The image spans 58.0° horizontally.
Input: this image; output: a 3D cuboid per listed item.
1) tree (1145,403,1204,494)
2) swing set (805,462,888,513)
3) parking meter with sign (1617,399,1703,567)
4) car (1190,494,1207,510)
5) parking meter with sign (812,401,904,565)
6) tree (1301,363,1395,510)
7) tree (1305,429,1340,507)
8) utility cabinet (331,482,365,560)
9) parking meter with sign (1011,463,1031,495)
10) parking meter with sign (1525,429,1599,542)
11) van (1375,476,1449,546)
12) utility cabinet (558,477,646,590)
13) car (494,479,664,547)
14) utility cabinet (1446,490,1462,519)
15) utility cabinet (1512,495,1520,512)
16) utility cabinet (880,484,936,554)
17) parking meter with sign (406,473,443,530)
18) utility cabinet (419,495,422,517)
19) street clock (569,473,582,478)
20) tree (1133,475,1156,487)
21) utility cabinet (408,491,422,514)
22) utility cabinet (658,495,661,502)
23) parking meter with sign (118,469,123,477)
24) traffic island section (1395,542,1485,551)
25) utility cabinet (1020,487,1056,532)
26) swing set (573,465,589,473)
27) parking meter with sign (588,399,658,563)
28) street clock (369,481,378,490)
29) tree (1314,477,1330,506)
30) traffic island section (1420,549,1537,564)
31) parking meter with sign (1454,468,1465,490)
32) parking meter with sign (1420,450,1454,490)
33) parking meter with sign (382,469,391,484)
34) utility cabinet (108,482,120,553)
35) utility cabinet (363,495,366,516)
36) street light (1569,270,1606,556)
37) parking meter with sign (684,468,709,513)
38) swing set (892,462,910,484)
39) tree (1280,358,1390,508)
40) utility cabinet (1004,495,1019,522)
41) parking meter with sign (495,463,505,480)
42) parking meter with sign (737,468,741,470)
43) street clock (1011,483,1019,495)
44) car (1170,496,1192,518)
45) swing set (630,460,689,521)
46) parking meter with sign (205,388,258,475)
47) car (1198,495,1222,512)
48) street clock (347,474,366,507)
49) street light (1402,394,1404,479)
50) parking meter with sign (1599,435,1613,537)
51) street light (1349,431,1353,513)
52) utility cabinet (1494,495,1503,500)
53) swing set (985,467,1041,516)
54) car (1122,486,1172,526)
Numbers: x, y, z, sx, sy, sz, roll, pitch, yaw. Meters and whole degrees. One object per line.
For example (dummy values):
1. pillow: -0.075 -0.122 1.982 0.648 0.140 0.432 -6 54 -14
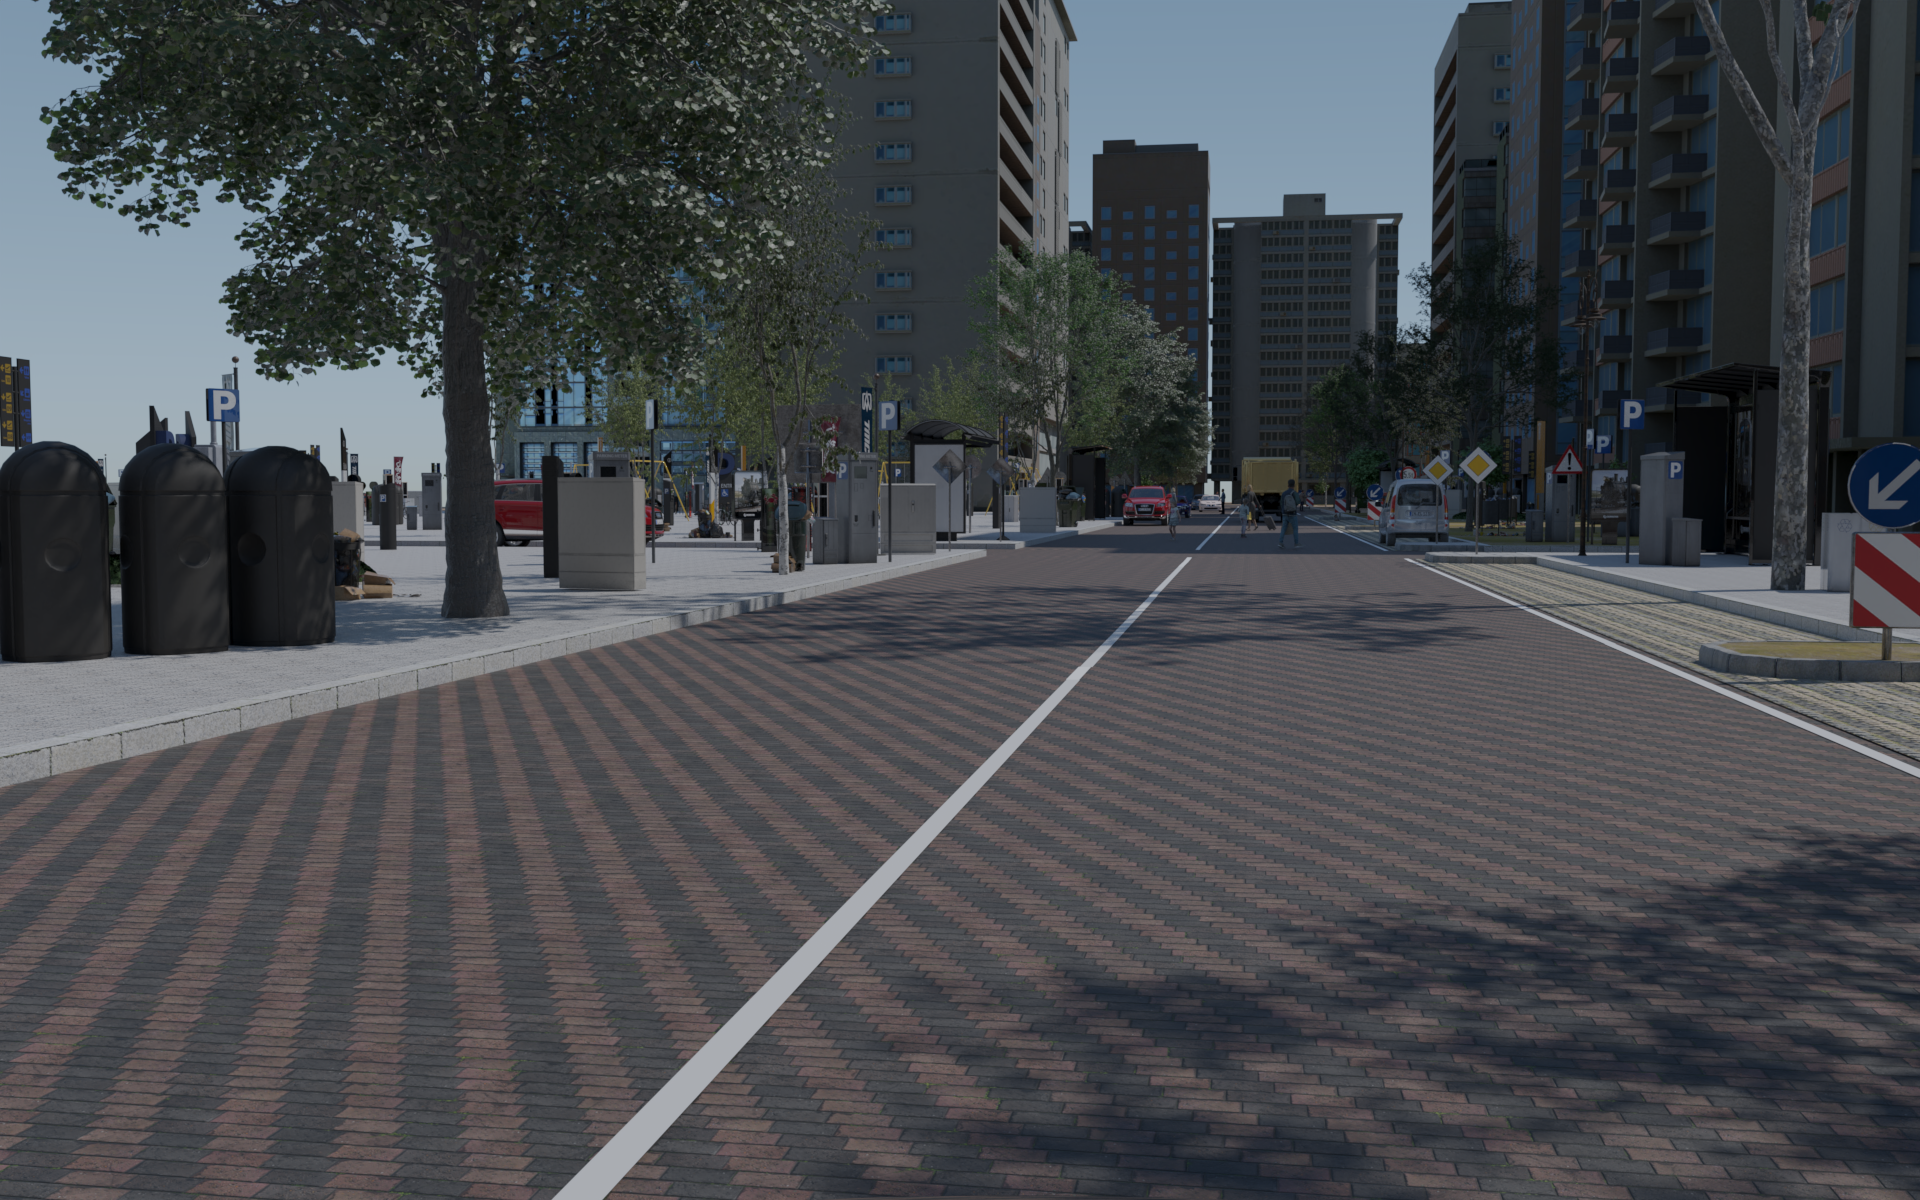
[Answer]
1. tree: 21.163 -14.810 176.550 7.601 10.594 8.767 -1 4 -12
2. swing set: -4.676 -3.846 60.509 3.119 2.851 2.862 2 4 29
3. parking meter with sign: 12.660 -2.141 31.267 0.543 3.016 1.738 -1 4 -20
4. car: 21.369 -8.626 153.032 2.014 1.417 4.499 1 4 11
5. parking meter with sign: -1.932 -2.185 31.992 1.738 3.016 0.543 -3 5 -42
6. tree: 30.612 -12.861 136.025 9.928 11.665 9.643 0 3 0
7. tree: 37.525 -13.957 178.553 4.737 8.622 4.395 0 3 0
8. utility cabinet: -11.254 -1.360 30.911 1.173 1.500 0.318 1 4 8
9. parking meter with sign: 3.633 -6.082 95.700 0.543 3.016 1.738 -3 5 -42
10. parking meter with sign: 16.043 -3.061 46.303 1.738 3.016 0.543 0 4 -8
11. van: 12.719 -2.546 48.640 2.013 2.044 4.112 1 4 9
12. utility cabinet: -4.776 -0.884 23.125 1.173 1.500 0.318 1 4 22
13. car: -10.074 -2.131 43.519 5.304 1.827 2.281 0 4 8
14. utility cabinet: 25.115 -4.900 88.794 1.173 1.500 0.318 3 5 40
15. utility cabinet: 34.266 -5.855 106.895 0.306 1.237 1.020 0 4 2
16. utility cabinet: -1.104 -1.717 36.749 1.173 1.500 0.318 0 4 -6
17. parking meter with sign: -18.890 -4.015 61.904 1.738 3.016 0.543 -1 4 -13
18. utility cabinet: -30.368 -5.368 98.924 1.020 1.237 0.306 -1 4 -14
19. street clock: -12.958 -3.297 58.471 0.358 2.002 0.471 2 4 26
20. tree: 14.055 -8.416 132.210 1.663 3.219 1.824 0 3 0
21. utility cabinet: -34.739 -6.240 110.703 1.173 1.500 0.318 0 4 -7
22. utility cabinet: -17.880 -5.527 101.531 0.306 1.237 1.020 -3 4 -38
23. parking meter with sign: -58.952 -7.617 120.799 0.543 3.016 1.738 1 4 11
24. traffic island section: 12.304 -1.367 44.636 2.009 0.180 2.903 1 4 9
25. utility cabinet: 2.576 -2.963 57.126 1.173 1.500 0.318 1 4 10
26. swing set: -18.872 -5.754 91.697 3.119 2.851 2.862 0 4 6
27. parking meter with sign: -6.432 -2.167 31.690 1.738 3.016 0.543 -2 4 -25
28. street clock: -33.389 -5.756 98.681 0.471 2.002 0.358 1 4 21
29. tree: 39.965 -12.056 191.719 1.663 3.219 1.824 0 3 0
30. traffic island section: 10.983 -0.886 36.761 2.009 0.180 2.903 1 4 9
31. parking meter with sign: 32.831 -7.302 115.649 1.738 3.016 0.543 -2 4 -27
32. parking meter with sign: 18.629 -4.431 68.704 1.738 3.016 0.543 -2 4 -27
33. parking meter with sign: -40.506 -7.704 122.222 0.543 3.016 1.738 -2 4 -26
34. utility cabinet: -15.807 -1.477 32.830 0.318 1.500 1.173 -3 5 -40
35. utility cabinet: -40.036 -6.421 116.143 1.020 1.237 0.306 0 4 -7
36. street light: 12.945 -3.857 35.842 0.468 5.910 1.993 1 4 9
37. parking meter with sign: -17.441 -7.292 115.490 1.738 3.016 0.543 1 4 9
38. swing set: -2.495 -5.305 84.359 3.119 2.851 2.862 1 4 16
39. tree: 33.903 -14.997 155.575 12.009 13.543 11.850 0 3 0
40. utility cabinet: 2.263 -4.172 79.372 0.306 1.237 1.020 -2 4 -35
41. parking meter with sign: -25.862 -6.197 97.577 0.543 3.016 1.738 -1 4 -18
42. parking meter with sign: -14.942 -7.307 115.733 0.543 3.016 1.738 -1 4 -14
43. street clock: 3.727 -6.890 117.215 0.471 2.002 0.358 -3 4 -37
44. car: 13.086 -5.653 105.014 1.945 1.354 3.894 1 4 9
45. swing set: -14.594 -5.110 81.170 2.862 2.851 3.119 1 4 20
46. parking meter with sign: -11.542 -1.954 28.208 1.738 3.016 0.543 3 4 38
47. car: 20.108 -7.739 138.897 2.083 1.381 4.827 0 4 8
48. street clock: -22.042 -3.576 63.040 0.471 2.002 0.358 1 4 8
49. street light: 19.903 -6.425 77.839 0.468 5.910 1.993 1 4 9
50. parking meter with sign: 19.713 -3.395 51.767 1.738 3.016 0.543 -2 4 -35
51. street light: 26.574 -8.867 117.763 0.468 5.910 1.993 1 4 9
52. utility cabinet: 34.939 -6.180 112.198 1.020 1.237 0.306 -3 5 -44
53. swing set: 3.345 -6.385 102.014 2.862 2.851 3.119 -2 4 -30
54. car: 8.637 -4.351 79.817 2.281 1.827 5.304 1 4 9
